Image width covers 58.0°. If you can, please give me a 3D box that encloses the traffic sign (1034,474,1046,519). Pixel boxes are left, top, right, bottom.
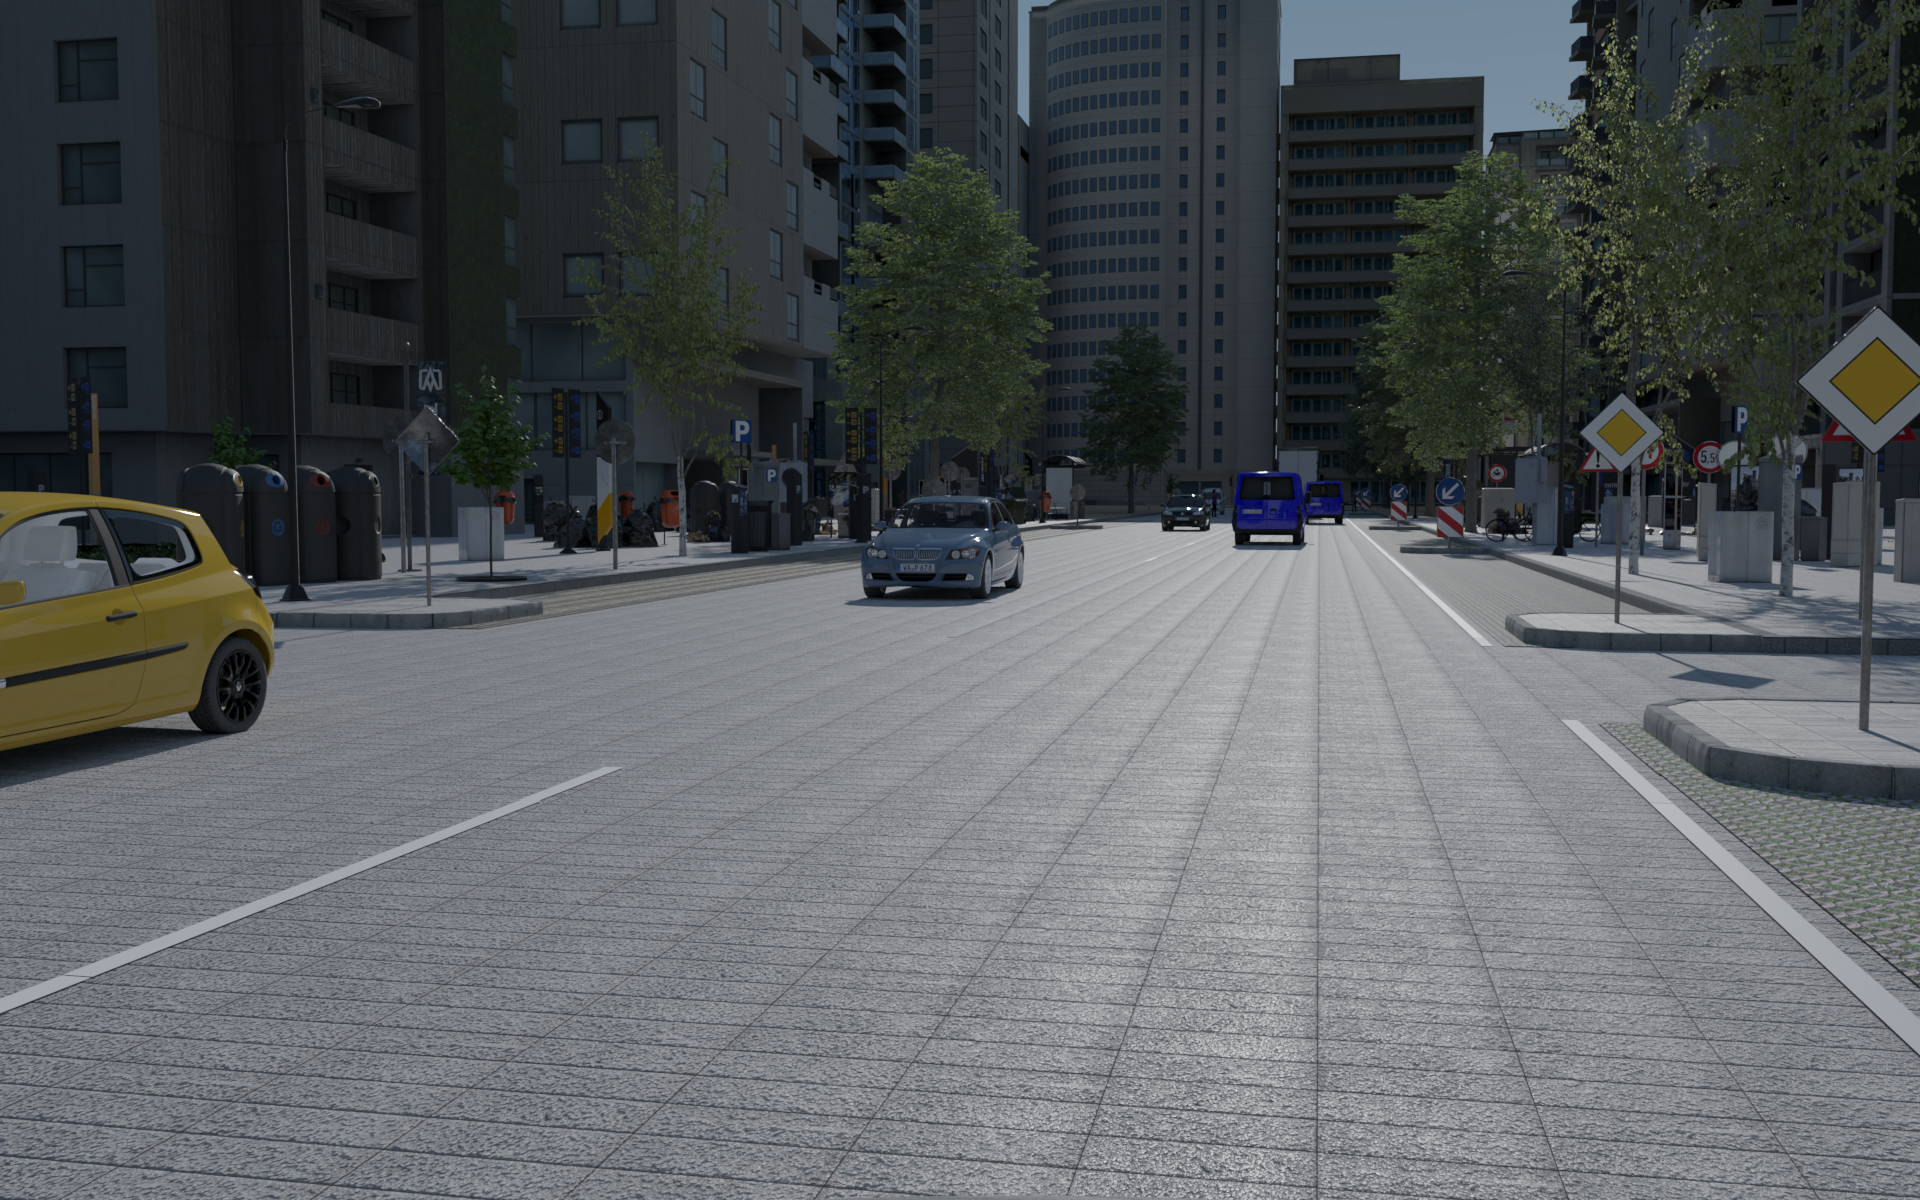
[{"bbox_3d":[4.057,-5.245,87.892,0.606,2.300,0.079,1,4,17],"label":"traffic sign"}]

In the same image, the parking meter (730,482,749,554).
[{"bbox_3d":[-4.765,-1.774,37.410,0.372,1.533,0.369,0,3,0],"label":"parking meter"}]

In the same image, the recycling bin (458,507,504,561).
[{"bbox_3d":[-9.271,-1.283,33.527,0.722,1.027,0.722,-2,4,-30],"label":"recycling bin"}]

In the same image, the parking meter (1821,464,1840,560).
[{"bbox_3d":[17.056,-1.728,33.965,0.255,1.863,0.399,3,4,37],"label":"parking meter"}]

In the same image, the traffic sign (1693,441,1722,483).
[{"bbox_3d":[18.079,-2.551,41.822,0.768,2.556,0.104,1,4,13],"label":"traffic sign"}]

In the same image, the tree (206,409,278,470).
[{"bbox_3d":[-16.596,-2.727,39.189,1.663,3.219,1.824,0,3,0],"label":"tree"}]

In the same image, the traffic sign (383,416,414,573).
[{"bbox_3d":[-9.064,-1.715,28.148,0.768,2.556,0.104,1,4,19],"label":"traffic sign"}]

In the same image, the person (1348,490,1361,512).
[{"bbox_3d":[30.688,-7.668,134.591,1.217,1.743,0.721,-1,4,-16],"label":"person"}]

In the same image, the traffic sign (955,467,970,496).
[{"bbox_3d":[0.081,-5.029,82.324,0.768,2.556,0.104,1,4,17],"label":"traffic sign"}]

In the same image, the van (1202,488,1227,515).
[{"bbox_3d":[17.573,-6.948,120.619,2.013,2.044,4.112,1,4,10],"label":"van"}]

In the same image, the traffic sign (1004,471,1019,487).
[{"bbox_3d":[2.586,-5.261,87.203,0.795,2.450,0.064,1,4,16],"label":"traffic sign"}]

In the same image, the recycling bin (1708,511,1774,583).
[{"bbox_3d":[11.403,-0.780,25.310,0.722,1.027,0.722,1,4,9],"label":"recycling bin"}]

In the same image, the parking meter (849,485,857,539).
[{"bbox_3d":[-2.986,-2.506,49.385,0.372,1.533,0.369,0,3,0],"label":"parking meter"}]

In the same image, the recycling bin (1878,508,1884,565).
[{"bbox_3d":[16.419,-1.170,31.691,0.722,1.027,0.722,1,4,17],"label":"recycling bin"}]

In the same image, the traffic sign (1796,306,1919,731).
[{"bbox_3d":[4.911,-0.349,9.354,0.795,2.450,0.064,1,4,12],"label":"traffic sign"}]

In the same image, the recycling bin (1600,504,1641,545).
[{"bbox_3d":[16.935,-1.948,44.399,0.722,1.027,0.722,-2,4,-34],"label":"recycling bin"}]

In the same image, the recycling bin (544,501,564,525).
[{"bbox_3d":[-14.808,-3.063,62.635,0.722,1.027,0.722,2,4,34],"label":"recycling bin"}]

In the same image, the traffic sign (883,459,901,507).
[{"bbox_3d":[-2.540,-3.879,63.532,0.768,2.556,0.104,1,4,15],"label":"traffic sign"}]

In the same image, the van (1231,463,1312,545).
[{"bbox_3d":[9.033,-2.808,50.294,2.240,2.365,5.245,1,4,13],"label":"van"}]

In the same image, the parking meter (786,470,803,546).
[{"bbox_3d":[-4.105,-2.279,42.974,0.255,1.863,0.399,2,4,27],"label":"parking meter"}]

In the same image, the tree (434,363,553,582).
[{"bbox_3d":[-7.024,-1.904,25.740,1.663,3.219,1.824,0,3,0],"label":"tree"}]

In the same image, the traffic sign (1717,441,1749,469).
[{"bbox_3d":[18.539,-2.532,41.496,0.768,2.556,0.104,1,4,21],"label":"traffic sign"}]

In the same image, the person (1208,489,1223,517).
[{"bbox_3d":[15.754,-5.975,106.881,1.217,1.739,0.721,-3,4,-38],"label":"person"}]

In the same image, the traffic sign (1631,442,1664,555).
[{"bbox_3d":[14.269,-2.206,36.168,0.768,2.556,0.104,1,4,16],"label":"traffic sign"}]

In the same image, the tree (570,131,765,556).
[{"bbox_3d":[-5.751,-5.196,35.320,4.737,8.622,4.395,0,3,0],"label":"tree"}]

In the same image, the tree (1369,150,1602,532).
[{"bbox_3d":[17.279,-8.512,57.300,7.486,12.596,7.792,0,3,0],"label":"tree"}]

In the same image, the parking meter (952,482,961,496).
[{"bbox_3d":[-0.178,-4.860,85.178,0.399,1.863,0.255,3,5,41],"label":"parking meter"}]

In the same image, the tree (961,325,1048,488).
[{"bbox_3d":[1.754,-7.448,72.137,4.737,8.622,4.395,0,3,0],"label":"tree"}]

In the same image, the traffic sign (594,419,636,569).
[{"bbox_3d":[-5.866,-1.793,29.416,0.768,2.556,0.104,1,4,14],"label":"traffic sign"}]

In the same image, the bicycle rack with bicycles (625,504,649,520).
[{"bbox_3d":[-11.510,-3.202,65.735,2.925,0.926,2.852,-1,4,-13],"label":"bicycle rack with bicycles"}]

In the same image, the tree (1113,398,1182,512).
[{"bbox_3d":[14.623,-11.119,132.165,4.737,8.622,4.395,0,3,0],"label":"tree"}]

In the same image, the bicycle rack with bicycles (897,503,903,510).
[{"bbox_3d":[-1.516,-3.786,75.284,2.852,0.926,2.925,1,4,23],"label":"bicycle rack with bicycles"}]

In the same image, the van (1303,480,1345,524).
[{"bbox_3d":[17.642,-4.892,84.373,2.240,2.365,5.245,1,4,10],"label":"van"}]

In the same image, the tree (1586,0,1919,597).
[{"bbox_3d":[10.150,-4.356,21.576,4.737,8.622,4.395,0,3,0],"label":"tree"}]

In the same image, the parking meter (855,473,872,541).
[{"bbox_3d":[-2.636,-2.543,47.285,0.399,1.863,0.255,-2,4,-25],"label":"parking meter"}]

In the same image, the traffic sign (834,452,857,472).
[{"bbox_3d":[-3.484,-3.214,52.555,0.884,2.594,0.081,1,4,15],"label":"traffic sign"}]

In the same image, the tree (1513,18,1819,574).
[{"bbox_3d":[11.014,-4.713,27.412,4.360,8.622,3.978,0,3,0],"label":"tree"}]

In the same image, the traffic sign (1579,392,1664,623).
[{"bbox_3d":[6.535,-0.828,17.173,0.795,2.450,0.064,1,4,12],"label":"traffic sign"}]

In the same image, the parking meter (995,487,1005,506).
[{"bbox_3d":[1.528,-3.483,65.366,0.372,1.533,0.369,0,3,0],"label":"parking meter"}]

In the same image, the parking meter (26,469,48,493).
[{"bbox_3d":[-21.605,-2.133,40.581,0.255,1.863,0.399,1,4,15],"label":"parking meter"}]

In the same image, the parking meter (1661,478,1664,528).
[{"bbox_3d":[26.328,-3.603,64.618,0.255,1.863,0.399,1,4,15],"label":"parking meter"}]

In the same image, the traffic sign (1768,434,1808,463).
[{"bbox_3d":[17.177,-2.197,36.033,0.768,2.556,0.104,1,4,16],"label":"traffic sign"}]

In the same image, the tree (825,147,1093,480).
[{"bbox_3d":[-0.430,-8.505,57.184,7.486,12.596,7.792,0,3,0],"label":"tree"}]

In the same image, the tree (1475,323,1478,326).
[{"bbox_3d":[16.701,-6.056,49.379,4.360,8.622,3.978,0,3,0],"label":"tree"}]

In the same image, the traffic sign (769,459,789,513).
[{"bbox_3d":[-5.216,-2.929,50.014,0.606,2.300,0.079,1,4,14],"label":"traffic sign"}]

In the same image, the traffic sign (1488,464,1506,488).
[{"bbox_3d":[22.937,-4.521,74.024,0.768,2.556,0.104,1,4,15],"label":"traffic sign"}]

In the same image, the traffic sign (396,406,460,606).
[{"bbox_3d":[-6.087,-0.989,19.805,0.795,2.450,0.064,1,4,12],"label":"traffic sign"}]

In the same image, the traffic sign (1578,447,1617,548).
[{"bbox_3d":[15.264,-2.537,41.480,0.884,2.594,0.081,1,4,19],"label":"traffic sign"}]

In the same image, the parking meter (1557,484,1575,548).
[{"bbox_3d":[14.379,-2.000,41.116,0.372,1.533,0.369,0,3,0],"label":"parking meter"}]

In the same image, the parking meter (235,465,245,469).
[{"bbox_3d":[-14.435,-1.785,34.890,0.255,1.863,0.399,-2,4,-28],"label":"parking meter"}]

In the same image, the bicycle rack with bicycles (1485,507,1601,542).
[{"bbox_3d":[15.799,-2.049,46.885,2.925,0.926,2.852,1,4,20],"label":"bicycle rack with bicycles"}]

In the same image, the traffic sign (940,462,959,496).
[{"bbox_3d":[-0.424,-4.141,67.805,0.768,2.556,0.104,1,4,14],"label":"traffic sign"}]

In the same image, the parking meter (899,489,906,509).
[{"bbox_3d":[-2.965,-4.974,89.743,0.372,1.533,0.369,0,3,0],"label":"parking meter"}]

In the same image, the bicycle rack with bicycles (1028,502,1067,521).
[{"bbox_3d":[3.769,-4.312,83.887,2.852,0.926,2.925,3,4,36],"label":"bicycle rack with bicycles"}]

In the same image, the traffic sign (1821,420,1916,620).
[{"bbox_3d":[9.202,-1.076,17.595,0.884,2.594,0.081,1,4,13],"label":"traffic sign"}]

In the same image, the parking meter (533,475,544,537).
[{"bbox_3d":[-12.585,-2.815,51.737,0.255,1.863,0.399,-1,4,-19],"label":"parking meter"}]
